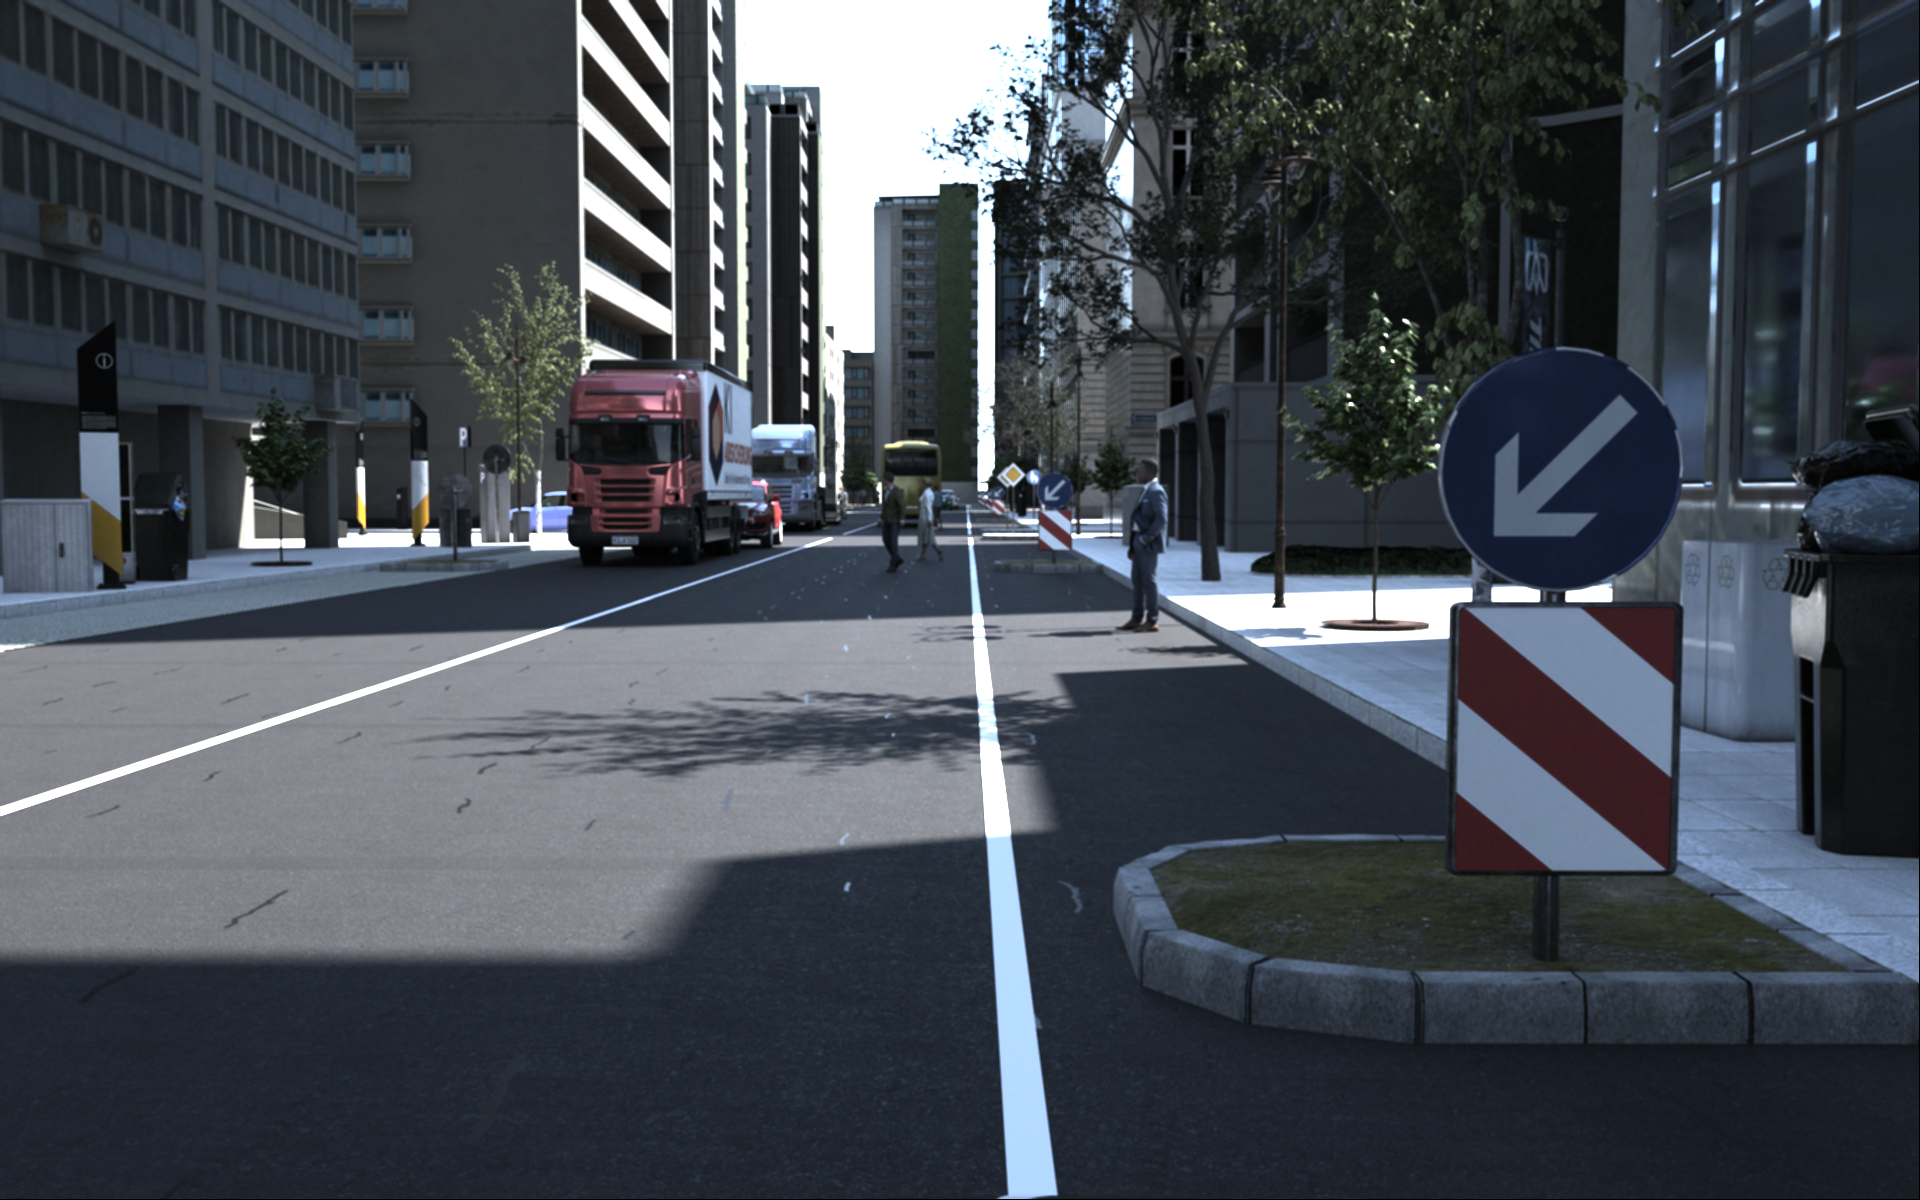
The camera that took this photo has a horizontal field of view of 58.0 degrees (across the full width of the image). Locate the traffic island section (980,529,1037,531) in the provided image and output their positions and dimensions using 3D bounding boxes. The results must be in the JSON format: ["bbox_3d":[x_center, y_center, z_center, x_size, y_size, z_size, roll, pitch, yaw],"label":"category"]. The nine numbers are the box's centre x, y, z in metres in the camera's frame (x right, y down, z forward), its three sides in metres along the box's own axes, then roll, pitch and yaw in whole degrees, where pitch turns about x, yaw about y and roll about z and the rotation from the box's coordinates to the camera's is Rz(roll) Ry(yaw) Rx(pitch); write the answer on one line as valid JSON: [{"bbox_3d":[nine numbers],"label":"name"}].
[{"bbox_3d":[1.725,-2.460,62.509,2.009,0.180,2.903,0,4,0],"label":"traffic island section"}]

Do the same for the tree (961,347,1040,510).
[{"bbox_3d":[5.118,-14.285,143.928,12.009,13.543,11.850,0,3,0],"label":"tree"}]

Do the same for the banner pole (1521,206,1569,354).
[{"bbox_3d":[5.062,-1.530,15.030,0.863,3.779,0.401,-3,5,-42],"label":"banner pole"}]

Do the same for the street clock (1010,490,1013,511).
[{"bbox_3d":[3.926,-7.715,130.713,0.471,2.002,0.358,0,4,6],"label":"street clock"}]

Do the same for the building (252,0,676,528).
[{"bbox_3d":[-24.652,-27.516,73.594,21.300,48.544,21.600,0,4,0],"label":"building"}]

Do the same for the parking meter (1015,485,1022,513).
[{"bbox_3d":[3.958,-6.791,116.741,0.399,1.863,0.255,-2,4,-35],"label":"parking meter"}]

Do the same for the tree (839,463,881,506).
[{"bbox_3d":[-11.371,-12.326,185.237,4.285,4.588,4.351,0,3,0],"label":"tree"}]

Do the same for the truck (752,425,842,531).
[{"bbox_3d":[-6.810,-5.106,73.246,2.967,4.110,18.799,0,4,0],"label":"truck"}]

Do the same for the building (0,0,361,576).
[{"bbox_3d":[-26.135,-20.966,34.671,23.993,40.220,32.217,0,4,0],"label":"building"}]

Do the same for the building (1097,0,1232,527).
[{"bbox_3d":[23.312,-15.340,69.889,34.723,24.649,14.460,0,4,0],"label":"building"}]

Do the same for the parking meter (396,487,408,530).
[{"bbox_3d":[-20.129,-3.308,62.495,0.372,1.533,0.369,0,3,0],"label":"parking meter"}]

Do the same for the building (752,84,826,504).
[{"bbox_3d":[-20.669,-29.664,168.593,14.154,41.232,14.086,0,4,0],"label":"building"}]

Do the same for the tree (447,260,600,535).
[{"bbox_3d":[-13.412,-6.334,53.931,4.737,8.622,4.395,0,3,0],"label":"tree"}]

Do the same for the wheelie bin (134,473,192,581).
[{"bbox_3d":[-11.892,-1.090,25.736,0.980,1.594,0.693,0,4,5],"label":"wheelie bin"}]

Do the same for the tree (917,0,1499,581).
[{"bbox_3d":[3.705,-5.582,25.673,8.767,10.594,7.601,0,4,-6],"label":"tree"}]

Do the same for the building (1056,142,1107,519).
[{"bbox_3d":[10.710,-15.216,97.933,9.793,20.994,18.267,0,4,0],"label":"building"}]

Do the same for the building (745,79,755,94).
[{"bbox_3d":[-29.925,-27.972,149.223,32.217,40.220,23.993,0,4,0],"label":"building"}]

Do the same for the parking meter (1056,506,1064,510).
[{"bbox_3d":[3.981,-3.714,69.127,0.372,1.533,0.369,0,3,0],"label":"parking meter"}]

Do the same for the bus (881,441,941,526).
[{"bbox_3d":[-2.219,-5.381,79.528,2.896,3.916,12.252,0,4,-1],"label":"bus"}]

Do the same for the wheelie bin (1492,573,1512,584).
[{"bbox_3d":[7.742,-1.040,24.911,0.693,1.594,0.980,0,4,7],"label":"wheelie bin"}]

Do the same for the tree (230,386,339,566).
[{"bbox_3d":[-12.356,-2.240,31.225,1.663,3.219,1.824,0,3,0],"label":"tree"}]

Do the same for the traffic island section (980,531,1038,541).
[{"bbox_3d":[1.698,-1.972,54.524,2.009,0.180,2.903,0,4,0],"label":"traffic island section"}]

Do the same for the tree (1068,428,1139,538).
[{"bbox_3d":[4.309,-3.425,50.607,1.663,3.219,1.824,0,3,0],"label":"tree"}]

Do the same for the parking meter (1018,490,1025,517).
[{"bbox_3d":[3.494,-5.512,98.538,0.372,1.533,0.369,0,3,0],"label":"parking meter"}]

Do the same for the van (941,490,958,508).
[{"bbox_3d":[-1.269,-10.493,178.565,2.013,2.044,4.112,0,4,2],"label":"van"}]

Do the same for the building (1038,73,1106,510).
[{"bbox_3d":[11.658,-21.094,122.376,11.434,29.767,29.804,0,4,0],"label":"building"}]

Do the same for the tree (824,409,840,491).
[{"bbox_3d":[-11.733,-11.687,141.441,4.360,8.622,3.978,0,3,0],"label":"tree"}]

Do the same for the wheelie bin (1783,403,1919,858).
[{"bbox_3d":[3.381,0.099,6.293,0.693,1.594,0.980,1,4,14],"label":"wheelie bin"}]

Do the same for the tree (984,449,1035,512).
[{"bbox_3d":[3.856,-8.713,126.165,4.285,4.588,4.351,0,3,0],"label":"tree"}]

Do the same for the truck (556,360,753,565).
[{"bbox_3d":[-6.494,-3.031,38.466,2.839,4.237,11.283,0,3,0],"label":"truck"}]

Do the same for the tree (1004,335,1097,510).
[{"bbox_3d":[4.134,-8.000,81.165,4.360,8.622,3.978,0,3,0],"label":"tree"}]

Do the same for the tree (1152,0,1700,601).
[{"bbox_3d":[3.456,-3.774,12.070,4.737,8.622,4.395,0,3,0],"label":"tree"}]

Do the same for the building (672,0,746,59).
[{"bbox_3d":[-20.882,-25.831,105.933,14.154,41.232,14.086,0,4,0],"label":"building"}]

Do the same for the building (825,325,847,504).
[{"bbox_3d":[-28.760,-21.652,199.046,28.899,21.520,27.650,0,4,0],"label":"building"}]

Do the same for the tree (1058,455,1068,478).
[{"bbox_3d":[4.810,-4.781,72.769,1.663,3.219,1.824,0,3,0],"label":"tree"}]

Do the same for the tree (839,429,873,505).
[{"bbox_3d":[-11.530,-14.935,194.548,4.737,8.622,4.395,0,3,0],"label":"tree"}]

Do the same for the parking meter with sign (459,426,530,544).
[{"bbox_3d":[-12.101,-2.989,45.125,1.738,3.016,0.543,-3,5,-41],"label":"parking meter with sign"}]

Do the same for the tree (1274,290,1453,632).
[{"bbox_3d":[3.849,-1.343,16.567,1.663,3.219,1.824,0,3,0],"label":"tree"}]

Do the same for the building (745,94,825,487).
[{"bbox_3d":[-17.675,-21.835,128.711,14.160,30.474,14.107,0,4,0],"label":"building"}]

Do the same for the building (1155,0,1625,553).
[{"bbox_3d":[16.138,-36.823,40.316,20.563,71.187,20.611,0,4,0],"label":"building"}]
